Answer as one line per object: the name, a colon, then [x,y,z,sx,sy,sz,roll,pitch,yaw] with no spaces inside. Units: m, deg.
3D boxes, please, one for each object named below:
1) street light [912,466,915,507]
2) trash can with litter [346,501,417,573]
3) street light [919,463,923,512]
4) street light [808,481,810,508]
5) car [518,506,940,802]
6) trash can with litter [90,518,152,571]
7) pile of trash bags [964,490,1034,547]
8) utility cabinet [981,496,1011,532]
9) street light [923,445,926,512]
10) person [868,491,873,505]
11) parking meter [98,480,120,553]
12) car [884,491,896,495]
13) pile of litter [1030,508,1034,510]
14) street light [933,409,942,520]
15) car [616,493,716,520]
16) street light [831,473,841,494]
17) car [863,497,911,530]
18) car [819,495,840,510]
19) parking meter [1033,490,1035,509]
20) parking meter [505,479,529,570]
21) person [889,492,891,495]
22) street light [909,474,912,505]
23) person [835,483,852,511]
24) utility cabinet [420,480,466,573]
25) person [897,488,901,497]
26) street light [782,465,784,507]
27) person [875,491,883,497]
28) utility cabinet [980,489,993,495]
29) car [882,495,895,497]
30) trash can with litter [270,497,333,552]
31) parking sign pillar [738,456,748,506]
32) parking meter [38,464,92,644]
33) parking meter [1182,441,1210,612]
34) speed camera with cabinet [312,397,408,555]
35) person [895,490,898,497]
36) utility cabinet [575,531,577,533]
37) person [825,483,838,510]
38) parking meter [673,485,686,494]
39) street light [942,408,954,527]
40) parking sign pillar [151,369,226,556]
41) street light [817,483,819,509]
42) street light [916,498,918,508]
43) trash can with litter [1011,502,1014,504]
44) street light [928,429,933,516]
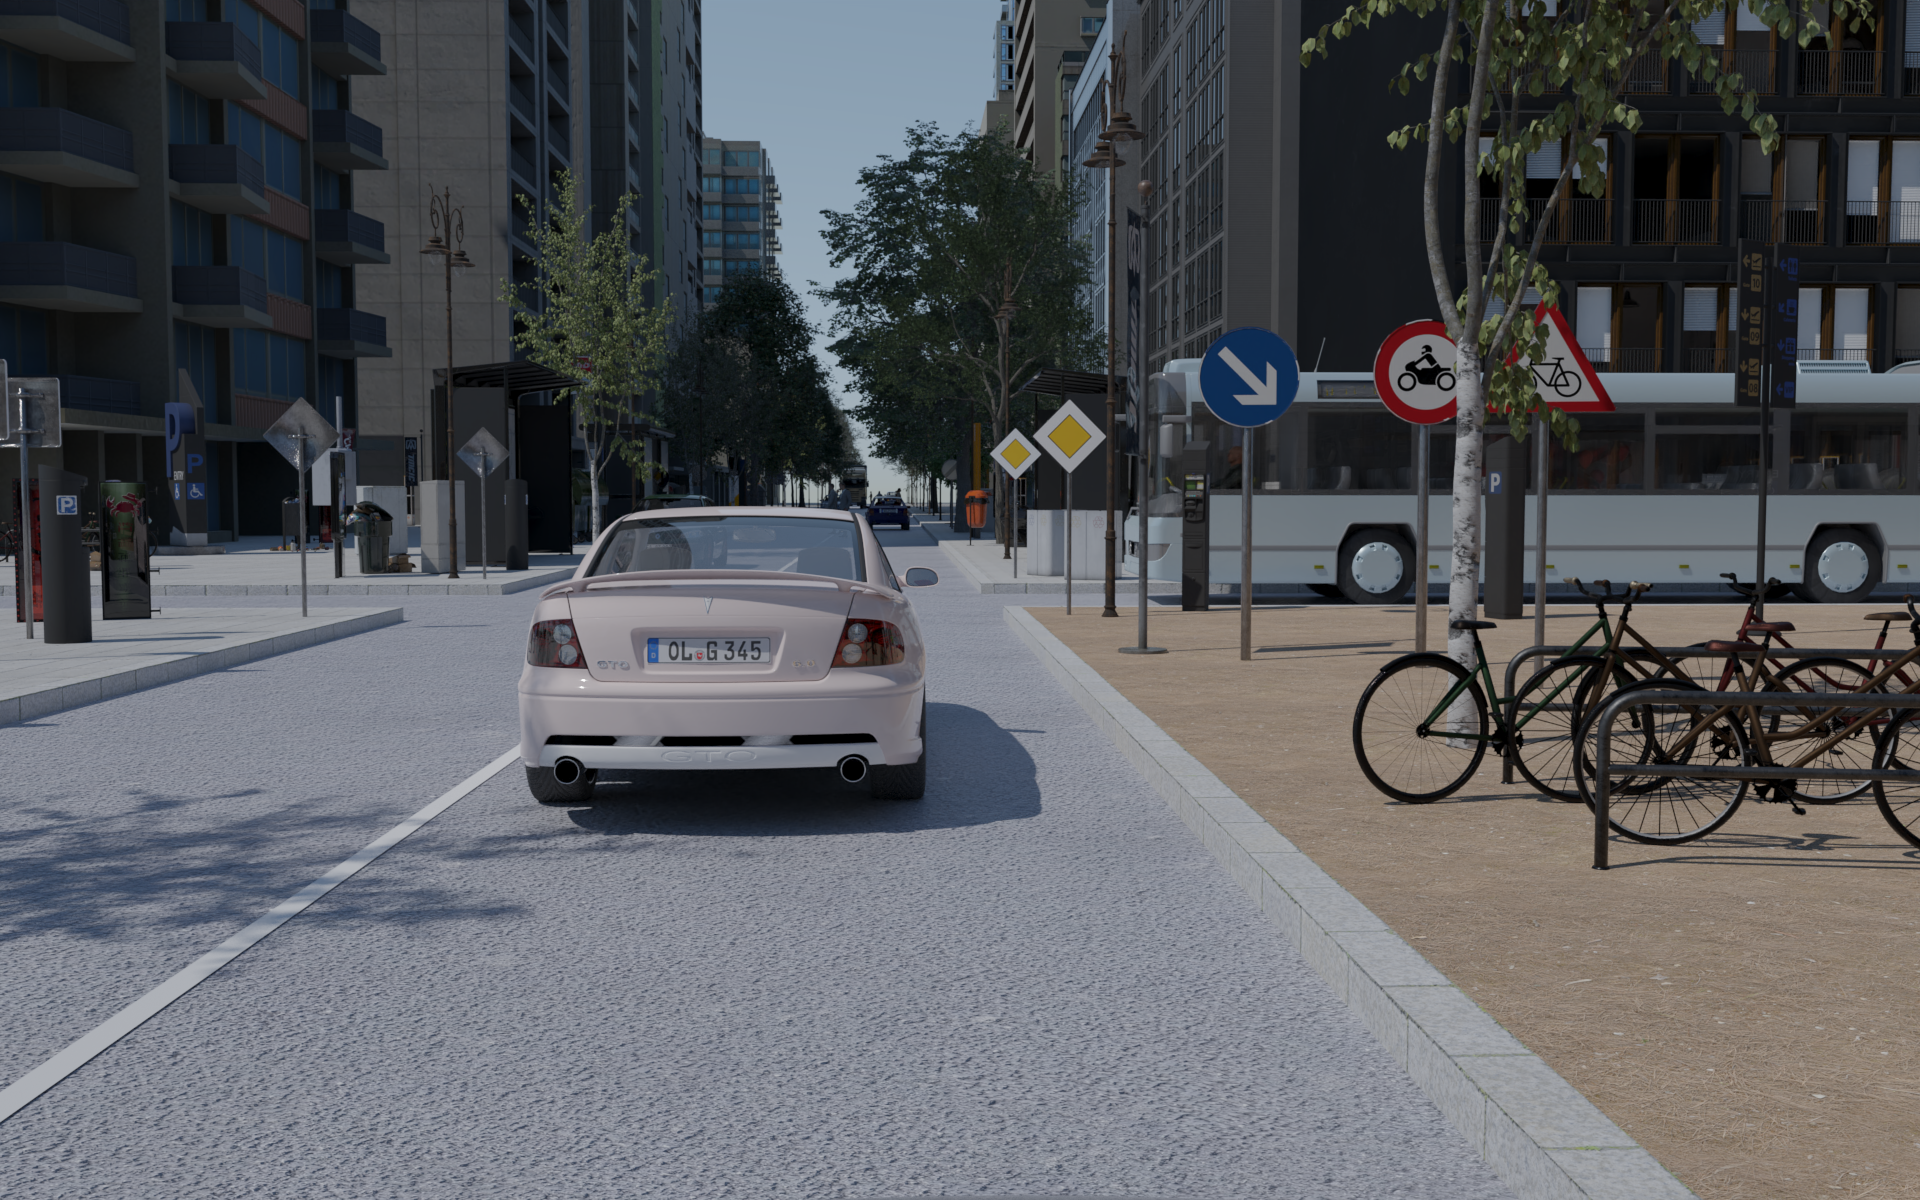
street light: [-3.976,-11.453,160.044,0.468,5.910,1.993,0,4,-2]
trash can with litter: [-9.385,-1.023,28.118,0.624,1.170,1.055,2,4,24]
street light: [-2.673,-9.419,126.793,0.468,5.910,1.993,0,4,-2]
street light: [-11.873,-9.991,136.140,0.468,5.910,1.993,0,4,-2]
car: [-1.136,0.177,9.474,2.083,1.381,4.827,0,4,-2]
trash can with litter: [-14.244,-1.092,29.249,0.624,1.170,1.055,1,4,14]
pile of trash bags: [1.535,-1.996,42.389,3.447,1.369,1.912,3,4,36]
utility cabinet: [1.217,-2.894,58.484,1.020,1.237,0.306,0,4,3]
street light: [-1.934,-8.357,109.420,0.468,5.910,1.993,0,4,-2]
person: [-11.966,-13.678,232.149,0.705,1.823,1.348,-2,4,-23]
parking meter: [-14.934,-1.349,30.469,0.372,1.533,0.369,0,3,0]
car: [-9.611,-14.517,246.022,2.281,1.827,5.304,0,4,-3]
pile of litter: [2.408,-2.508,54.965,1.176,0.858,1.719,-2,4,-34]
street light: [-0.956,-6.827,84.411,0.468,5.910,1.993,0,4,-2]
car: [-5.469,-1.423,33.057,2.009,1.686,4.222,0,4,-1]
street light: [-14.524,-14.053,202.547,0.468,5.910,1.993,0,4,-2]
car: [-2.939,-3.502,69.843,1.945,1.354,3.894,0,4,-4]
car: [-8.939,-6.772,122.729,2.014,1.417,4.499,0,4,-1]
parking meter: [3.731,-4.617,83.896,0.372,1.533,0.369,0,3,0]
parking meter: [-7.503,-1.278,29.307,0.372,1.533,0.369,0,3,0]
person: [-9.722,-13.876,236.191,0.721,1.723,1.217,-1,4,-14]
street light: [-4.725,-12.514,177.399,0.468,5.910,1.993,0,4,-2]
person: [-3.865,-2.978,57.371,0.473,1.802,0.592,-1,4,-20]
utility cabinet: [-8.425,-1.194,28.201,0.318,1.500,1.173,0,4,5]
person: [-3.736,-6.054,107.496,0.705,1.823,1.348,0,4,3]
street light: [-10.507,-7.943,102.653,0.468,5.910,1.993,0,4,-2]
person: [-7.500,-9.287,161.067,1.217,1.736,0.721,0,4,-1]
utility cabinet: [0.740,-3.751,70.000,1.173,1.500,0.318,2,4,26]
car: [-5.640,-7.701,138.499,1.945,1.354,3.894,0,4,-3]
trash can with litter: [-14.937,-1.744,39.574,1.678,1.210,2.233,1,4,16]
parking sign pillar: [-12.136,-6.614,96.610,1.447,3.967,1.447,0,4,-1]
parking meter: [-7.717,-0.400,14.943,0.372,1.533,0.369,0,3,0]
parking meter: [2.590,-0.813,19.005,0.255,1.863,0.399,1,4,16]
speed camera with cabinet: [-12.445,-2.545,35.939,0.660,3.252,2.038,2,4,28]
person: [-4.603,-7.360,129.663,0.721,1.723,1.217,1,4,19]
utility cabinet: [-12.563,-2.837,57.540,1.020,1.237,0.306,2,4,32]
person: [-4.550,-3.244,61.668,0.853,1.813,0.709,0,4,1]
parking meter: [-8.112,-2.551,50.113,0.372,1.533,0.369,0,3,0]
street light: [-0.333,-5.795,67.544,0.468,5.910,1.993,0,4,-2]
parking sign pillar: [-16.401,-2.951,36.716,1.447,3.967,1.447,-3,4,-39]
street light: [-12.531,-11.006,152.737,0.468,5.910,1.993,0,4,-2]
street light: [-3.290,-10.435,143.392,0.468,5.910,1.993,0,4,-2]
trash can with litter: [1.857,-2.957,59.728,1.055,1.170,0.624,2,4,34]
street light: [-1.540,-7.842,101.012,0.468,5.910,1.993,0,4,-2]
